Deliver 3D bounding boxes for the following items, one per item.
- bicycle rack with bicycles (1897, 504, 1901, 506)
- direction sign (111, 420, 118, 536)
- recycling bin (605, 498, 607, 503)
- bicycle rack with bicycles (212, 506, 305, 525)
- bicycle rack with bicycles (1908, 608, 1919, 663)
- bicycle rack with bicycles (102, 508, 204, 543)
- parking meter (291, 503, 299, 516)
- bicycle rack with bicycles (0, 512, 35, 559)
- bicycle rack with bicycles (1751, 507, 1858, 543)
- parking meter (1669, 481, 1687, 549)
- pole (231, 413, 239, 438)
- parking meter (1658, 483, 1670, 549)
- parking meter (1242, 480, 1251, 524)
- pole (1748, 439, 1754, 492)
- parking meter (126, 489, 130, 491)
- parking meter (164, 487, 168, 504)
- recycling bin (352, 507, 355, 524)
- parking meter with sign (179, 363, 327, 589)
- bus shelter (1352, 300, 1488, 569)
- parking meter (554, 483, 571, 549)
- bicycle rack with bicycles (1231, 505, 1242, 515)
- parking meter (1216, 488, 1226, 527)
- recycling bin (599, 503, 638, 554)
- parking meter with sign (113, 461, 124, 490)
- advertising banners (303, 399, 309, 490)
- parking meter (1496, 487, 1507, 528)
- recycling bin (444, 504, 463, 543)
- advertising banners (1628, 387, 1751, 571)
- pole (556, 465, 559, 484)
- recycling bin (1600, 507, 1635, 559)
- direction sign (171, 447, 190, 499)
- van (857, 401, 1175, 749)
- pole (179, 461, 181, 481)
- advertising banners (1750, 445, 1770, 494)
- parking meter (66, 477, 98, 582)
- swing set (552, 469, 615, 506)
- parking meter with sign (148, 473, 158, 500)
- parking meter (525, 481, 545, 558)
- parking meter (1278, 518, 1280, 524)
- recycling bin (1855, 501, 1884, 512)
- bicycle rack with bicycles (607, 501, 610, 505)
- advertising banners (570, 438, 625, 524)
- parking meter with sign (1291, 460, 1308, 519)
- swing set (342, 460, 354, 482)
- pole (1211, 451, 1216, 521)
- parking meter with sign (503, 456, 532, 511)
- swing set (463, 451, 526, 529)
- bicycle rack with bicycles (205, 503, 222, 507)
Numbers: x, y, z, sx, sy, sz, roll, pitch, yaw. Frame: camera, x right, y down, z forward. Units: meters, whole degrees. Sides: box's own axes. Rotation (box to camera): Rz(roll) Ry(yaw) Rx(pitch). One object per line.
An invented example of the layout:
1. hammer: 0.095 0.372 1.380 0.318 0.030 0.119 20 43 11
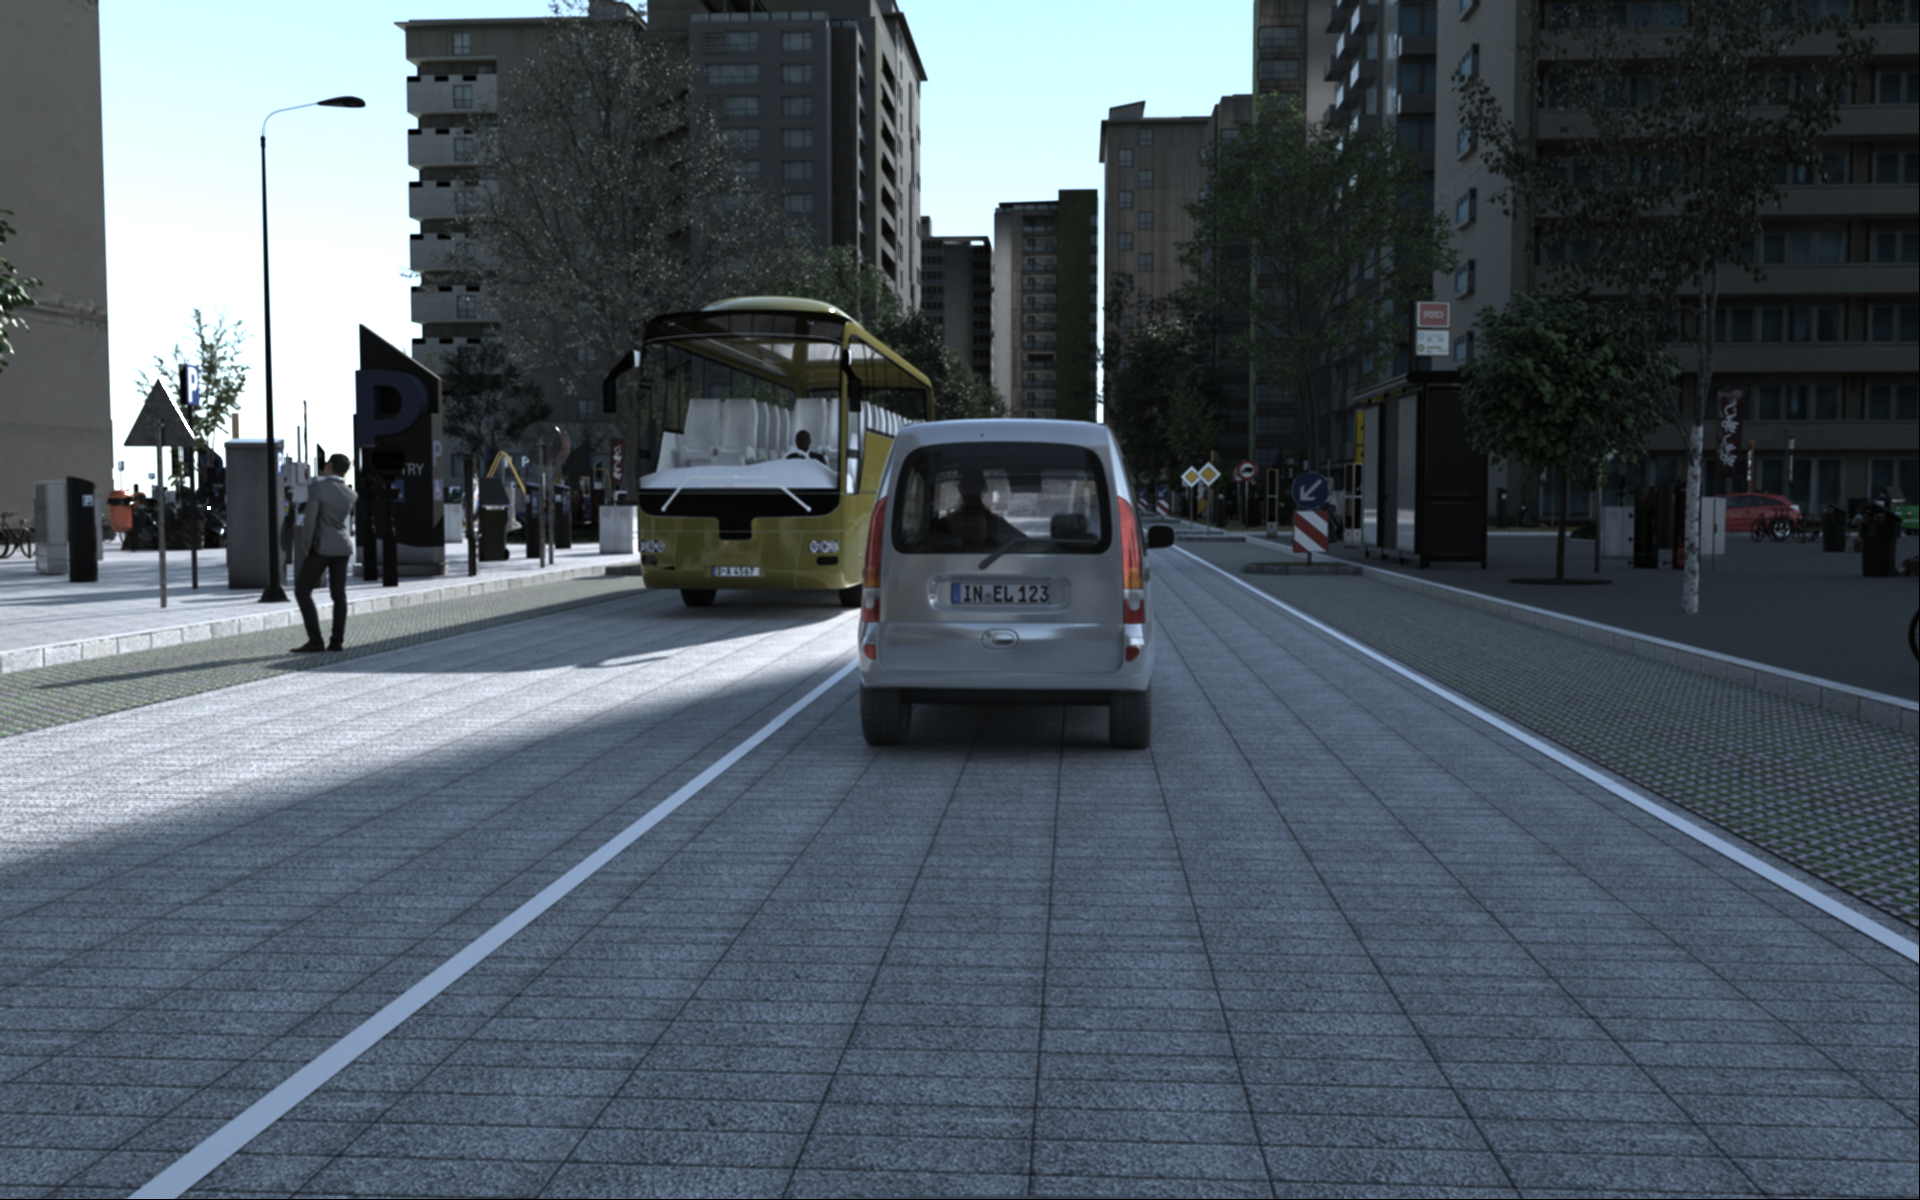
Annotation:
1. bicycle rack with bicycles: 57.875 -5.544 104.019 2.925 0.926 2.852 -2 4 -31
2. direction sign: -26.081 -3.736 53.076 0.379 3.537 0.876 -3 5 -43
3. recycling bin: -23.106 -6.020 110.975 0.722 1.027 0.722 2 4 31
4. bicycle rack with bicycles: -16.518 -1.830 43.300 2.852 0.926 2.925 1 4 10
5. bicycle rack with bicycles: 8.440 0.083 12.033 2.925 0.926 2.852 3 4 38
6. bicycle rack with bicycles: -21.752 -1.925 44.863 2.852 0.926 2.925 0 4 4
7. parking meter: -39.659 -5.964 103.224 0.255 1.863 0.399 1 4 17
8. bicycle rack with bicycles: -19.517 -1.269 34.137 2.852 0.926 2.925 2 4 25
9. bicycle rack with bicycles: 22.406 -2.005 46.162 2.925 0.926 2.852 -1 4 -12
10. parking meter: 13.981 -1.524 33.334 0.372 1.533 0.369 0 3 0
11. pole: -18.203 -3.042 43.580 0.158 3.312 0.155 0 3 0
12. parking meter: 16.532 -1.966 40.562 0.372 1.533 0.369 0 3 0
13. parking meter: 12.275 -4.186 74.152 0.399 1.863 0.255 0 4 -1
14. pole: 29.335 -4.308 64.283 0.158 3.312 0.155 0 3 0
15. parking meter: -41.173 -4.714 85.479 0.372 1.533 0.369 0 3 0
16. parking meter: -61.326 -7.822 133.593 0.255 1.863 0.399 2 4 26
17. recycling bin: -26.204 -3.795 74.602 0.722 1.027 0.722 2 4 28
18. parking meter with sign: -9.555 -1.666 23.499 1.738 3.016 0.543 0 4 -7
19. bus shelter: 8.944 -3.425 33.634 2.179 5.291 8.768 0 4 4
20. parking meter: -9.361 -1.981 40.792 0.372 1.533 0.369 0 3 0
21. bicycle rack with bicycles: 16.951 -5.833 108.748 2.925 0.926 2.852 0 4 -7
22. parking meter: 10.139 -3.595 67.197 0.372 1.533 0.369 0 3 0
23. recycling bin: -7.372 -1.520 37.403 0.722 1.027 0.722 0 4 -1
24. parking meter with sign: -44.099 -5.697 89.400 0.543 3.016 1.738 3 4 37
25. advertising banners: -12.388 -2.253 33.029 0.090 3.025 2.074 -1 4 -15
26. parking meter: 20.459 -3.486 65.401 0.372 1.533 0.369 0 3 0
27. recycling bin: -13.572 -2.025 45.662 0.722 1.027 0.722 -2 4 -33
28. advertising banners: 12.306 -2.027 29.329 0.090 3.025 2.074 -3 4 -36
29. pole: -26.512 -7.361 114.189 0.158 3.312 0.155 0 3 0
30. recycling bin: 13.188 -1.353 34.678 0.722 1.027 0.722 1 4 9
31. direction sign: -35.577 -5.332 79.172 0.876 3.537 0.379 0 4 -1
32. van: 0.394 -0.255 11.177 2.013 2.044 4.112 0 4 5
33. pole: -48.716 -7.002 108.319 0.158 3.312 0.155 0 3 0
34. advertising banners: 28.419 -4.008 61.713 2.074 3.025 0.090 -3 5 -43
35. parking meter: -12.834 -1.035 25.326 0.372 1.533 0.369 0 3 0
36. swing set: -22.866 -6.649 106.333 3.119 2.851 2.862 -2 4 -35
37. parking meter with sign: -65.307 -8.832 140.671 0.543 3.016 1.738 0 4 -5
38. parking meter: -8.531 -1.614 34.796 0.372 1.533 0.369 0 3 0
39. parking meter: 14.006 -4.248 75.169 0.399 1.863 0.255 3 5 40
40. recycling bin: 33.062 -3.085 62.987 0.722 1.027 0.722 -2 4 -33
41. bicycle rack with bicycles: -26.663 -7.395 134.284 2.925 0.926 2.852 3 4 36
42. advertising banners: -11.463 -3.576 54.649 2.074 3.025 0.090 1 4 18
43. parking meter with sign: 17.627 -5.720 89.779 0.543 3.016 1.738 -1 4 -13
44. swing set: -26.910 -4.870 77.248 2.862 2.851 3.119 -1 4 -22
45. pole: 11.881 -5.344 81.222 0.158 3.312 0.155 0 3 0
46. parking meter with sign: -20.181 -5.101 79.663 0.543 3.016 1.738 2 4 26
47. swing set: -16.970 -4.084 64.387 2.862 2.851 3.119 -1 4 -13
48. bicycle rack with bicycles: -30.842 -3.721 74.228 2.925 0.926 2.852 1 4 12
